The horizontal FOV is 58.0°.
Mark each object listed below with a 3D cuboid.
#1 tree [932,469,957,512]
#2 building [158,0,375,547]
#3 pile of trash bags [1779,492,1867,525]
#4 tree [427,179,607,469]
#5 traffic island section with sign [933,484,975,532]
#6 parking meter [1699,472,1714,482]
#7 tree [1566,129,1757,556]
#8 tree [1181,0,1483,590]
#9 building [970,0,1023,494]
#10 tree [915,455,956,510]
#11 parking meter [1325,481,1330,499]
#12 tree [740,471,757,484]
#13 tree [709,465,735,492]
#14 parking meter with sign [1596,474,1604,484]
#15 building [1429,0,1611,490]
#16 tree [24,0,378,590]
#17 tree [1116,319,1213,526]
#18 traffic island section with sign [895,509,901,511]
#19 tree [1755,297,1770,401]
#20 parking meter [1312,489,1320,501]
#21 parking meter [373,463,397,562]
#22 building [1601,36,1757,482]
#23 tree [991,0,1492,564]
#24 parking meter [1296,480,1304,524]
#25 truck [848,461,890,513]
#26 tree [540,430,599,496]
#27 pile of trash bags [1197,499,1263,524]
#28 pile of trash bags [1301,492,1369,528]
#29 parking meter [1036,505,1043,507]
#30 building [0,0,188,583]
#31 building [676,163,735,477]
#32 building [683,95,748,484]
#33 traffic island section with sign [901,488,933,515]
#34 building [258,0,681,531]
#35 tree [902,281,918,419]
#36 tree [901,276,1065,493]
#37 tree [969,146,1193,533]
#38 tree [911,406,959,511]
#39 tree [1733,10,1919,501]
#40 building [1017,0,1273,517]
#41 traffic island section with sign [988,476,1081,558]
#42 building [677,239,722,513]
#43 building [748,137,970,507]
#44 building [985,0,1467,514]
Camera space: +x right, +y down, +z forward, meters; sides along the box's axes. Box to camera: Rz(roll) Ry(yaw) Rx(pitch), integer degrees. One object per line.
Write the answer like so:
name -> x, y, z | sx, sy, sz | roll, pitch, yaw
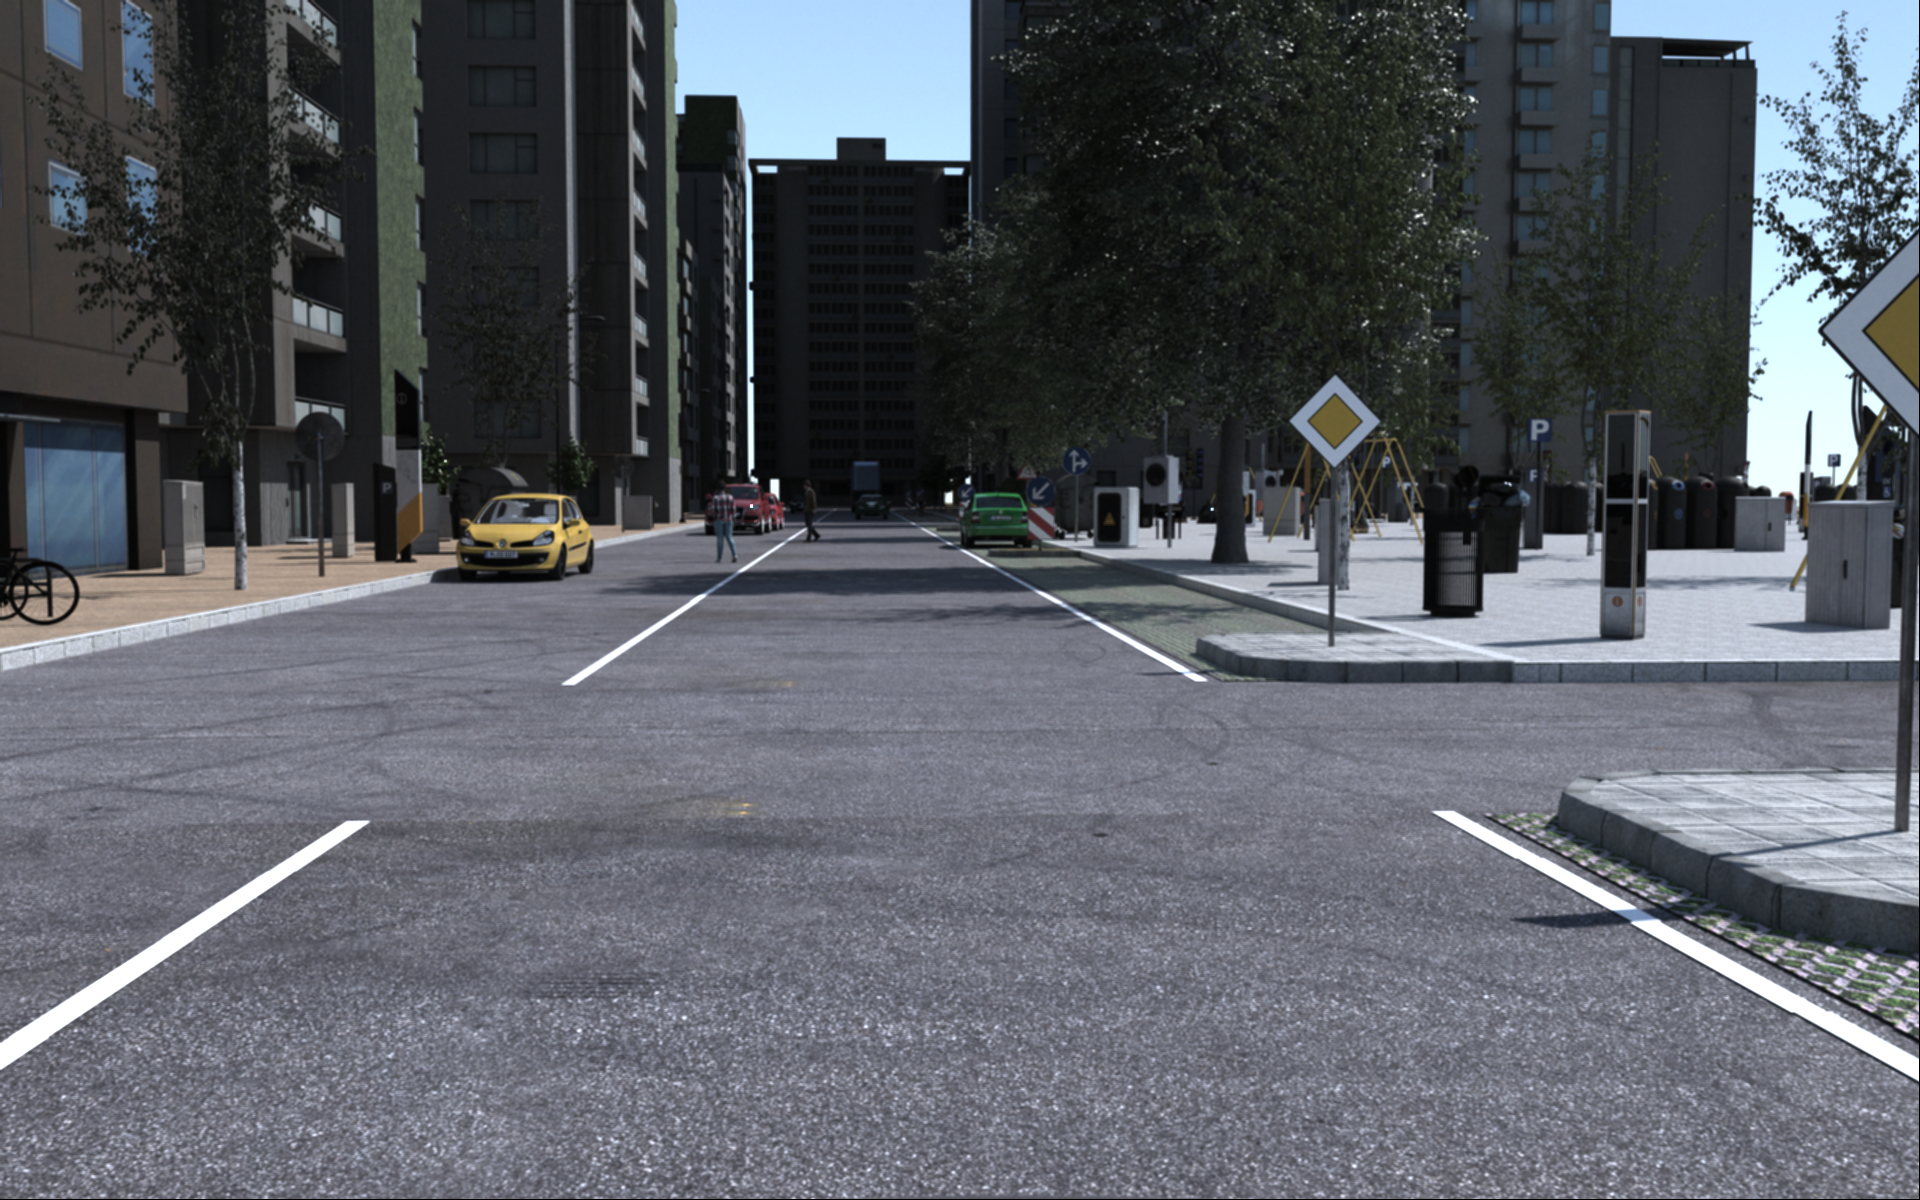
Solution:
tree -> -0.972, -7.989, 125.218 | 1.663, 3.219, 1.824 | 0, 3, 0
building -> -22.576, -22.029, 43.770 | 14.154, 41.232, 14.086 | 0, 4, -3
pile of trash bags -> 36.017, -3.861, 72.887 | 3.447, 1.369, 1.912 | -1, 4, -11
tree -> -10.893, -5.582, 41.636 | 4.360, 8.622, 3.978 | 0, 3, 0
traffic island section with sign -> 0.106, -3.550, 66.675 | 1.989, 1.847, 2.006 | 0, 4, -3
parking meter -> 19.688, -2.445, 45.694 | 0.399, 1.863, 0.255 | 2, 4, 29
tree -> 13.423, -5.233, 35.924 | 4.737, 8.622, 4.395 | 0, 3, 0
tree -> 5.040, -4.426, 22.735 | 4.737, 8.622, 4.395 | 0, 3, 0
building -> 11.368, -37.082, 148.281 | 21.231, 58.520, 28.212 | 0, 4, -3
tree -> -1.936, -9.431, 137.906 | 4.285, 4.588, 4.351 | 0, 3, 0
parking meter -> 16.869, -4.484, 79.025 | 0.399, 1.863, 0.255 | -2, 4, -33
tree -> -17.542, -9.008, 141.875 | 1.663, 3.219, 1.824 | 0, 3, 0
tree -> -15.709, -7.277, 113.583 | 1.663, 3.219, 1.824 | 0, 3, 0
parking meter with sign -> 24.251, -4.206, 65.031 | 0.543, 3.016, 1.738 | -2, 4, -35
building -> 40.391, -32.618, 152.916 | 30.456, 49.044, 23.786 | 0, 4, -3
tree -> -9.862, -4.436, 22.885 | 4.360, 8.622, 3.978 | 0, 3, 0
tree -> 7.927, -7.253, 68.947 | 4.360, 8.622, 3.978 | 0, 3, 0
traffic island section with sign -> -4.361, -8.233, 143.236 | 1.989, 1.847, 2.006 | 0, 4, -3
tree -> 26.290, -6.751, 60.742 | 4.737, 8.622, 4.395 | 0, 3, 0
parking meter -> 17.881, -4.811, 87.065 | 0.372, 1.533, 0.369 | 0, 3, 0
parking meter -> -10.927, -1.667, 32.966 | 0.399, 1.863, 0.255 | -3, 4, -36
building -> 62.563, -29.084, 159.116 | 14.086, 41.232, 14.154 | 0, 4, -3
tree -> 5.118, -7.660, 31.890 | 9.857, 13.997, 8.962 | 0, 3, 0
parking meter -> 14.478, -4.148, 73.524 | 0.399, 1.863, 0.255 | -1, 4, -14
truck -> -7.212, -9.004, 136.967 | 2.967, 4.110, 18.799 | 0, 4, -5
tree -> -11.814, -3.520, 52.145 | 1.663, 3.219, 1.824 | 0, 3, 0
pile of trash bags -> 12.084, -4.045, 75.881 | 3.447, 1.369, 1.912 | -3, 5, -40
pile of trash bags -> 14.011, -3.463, 66.364 | 1.912, 1.369, 3.447 | -3, 4, -38
parking meter -> 3.396, -4.046, 74.570 | 0.372, 1.533, 0.369 | 0, 3, 0
building -> -20.002, -22.724, 21.656 | 14.600, 45.320, 14.200 | 0, 4, -3
building -> -27.239, -23.362, 153.675 | 14.107, 30.474, 14.160 | 0, 4, -3
building -> -29.553, -30.419, 180.947 | 14.086, 41.232, 14.154 | 0, 4, -3
traffic island section with sign -> -2.777, -6.578, 116.171 | 1.989, 1.847, 2.006 | 0, 4, -3
building -> -19.602, -23.780, 72.396 | 14.154, 41.232, 14.086 | 0, 4, -3
tree -> 2.117, -10.540, 78.992 | 9.857, 13.997, 8.962 | 0, 3, 0
tree -> 2.015, -11.036, 90.815 | 12.009, 13.543, 11.850 | 0, 3, 0
tree -> 3.970, -8.455, 56.371 | 7.486, 12.596, 7.792 | 0, 3, 0
tree -> -1.539, -11.047, 130.984 | 4.737, 8.622, 4.395 | 0, 3, 0
tree -> 14.366, -4.682, 26.908 | 4.360, 8.622, 3.978 | 0, 3, 0
building -> 10.226, -20.305, 103.685 | 14.160, 30.474, 14.107 | 0, 4, -3
traffic island section with sign -> 1.668, -1.904, 39.765 | 1.989, 1.847, 2.006 | 0, 4, -3
building -> -33.150, -17.497, 131.116 | 27.650, 21.520, 28.899 | 0, 4, -3
building -> -10.900, -30.553, 191.422 | 23.993, 40.220, 32.217 | 0, 4, -3
building -> 18.243, -26.377, 123.142 | 32.217, 40.220, 23.993 | 0, 4, -3
